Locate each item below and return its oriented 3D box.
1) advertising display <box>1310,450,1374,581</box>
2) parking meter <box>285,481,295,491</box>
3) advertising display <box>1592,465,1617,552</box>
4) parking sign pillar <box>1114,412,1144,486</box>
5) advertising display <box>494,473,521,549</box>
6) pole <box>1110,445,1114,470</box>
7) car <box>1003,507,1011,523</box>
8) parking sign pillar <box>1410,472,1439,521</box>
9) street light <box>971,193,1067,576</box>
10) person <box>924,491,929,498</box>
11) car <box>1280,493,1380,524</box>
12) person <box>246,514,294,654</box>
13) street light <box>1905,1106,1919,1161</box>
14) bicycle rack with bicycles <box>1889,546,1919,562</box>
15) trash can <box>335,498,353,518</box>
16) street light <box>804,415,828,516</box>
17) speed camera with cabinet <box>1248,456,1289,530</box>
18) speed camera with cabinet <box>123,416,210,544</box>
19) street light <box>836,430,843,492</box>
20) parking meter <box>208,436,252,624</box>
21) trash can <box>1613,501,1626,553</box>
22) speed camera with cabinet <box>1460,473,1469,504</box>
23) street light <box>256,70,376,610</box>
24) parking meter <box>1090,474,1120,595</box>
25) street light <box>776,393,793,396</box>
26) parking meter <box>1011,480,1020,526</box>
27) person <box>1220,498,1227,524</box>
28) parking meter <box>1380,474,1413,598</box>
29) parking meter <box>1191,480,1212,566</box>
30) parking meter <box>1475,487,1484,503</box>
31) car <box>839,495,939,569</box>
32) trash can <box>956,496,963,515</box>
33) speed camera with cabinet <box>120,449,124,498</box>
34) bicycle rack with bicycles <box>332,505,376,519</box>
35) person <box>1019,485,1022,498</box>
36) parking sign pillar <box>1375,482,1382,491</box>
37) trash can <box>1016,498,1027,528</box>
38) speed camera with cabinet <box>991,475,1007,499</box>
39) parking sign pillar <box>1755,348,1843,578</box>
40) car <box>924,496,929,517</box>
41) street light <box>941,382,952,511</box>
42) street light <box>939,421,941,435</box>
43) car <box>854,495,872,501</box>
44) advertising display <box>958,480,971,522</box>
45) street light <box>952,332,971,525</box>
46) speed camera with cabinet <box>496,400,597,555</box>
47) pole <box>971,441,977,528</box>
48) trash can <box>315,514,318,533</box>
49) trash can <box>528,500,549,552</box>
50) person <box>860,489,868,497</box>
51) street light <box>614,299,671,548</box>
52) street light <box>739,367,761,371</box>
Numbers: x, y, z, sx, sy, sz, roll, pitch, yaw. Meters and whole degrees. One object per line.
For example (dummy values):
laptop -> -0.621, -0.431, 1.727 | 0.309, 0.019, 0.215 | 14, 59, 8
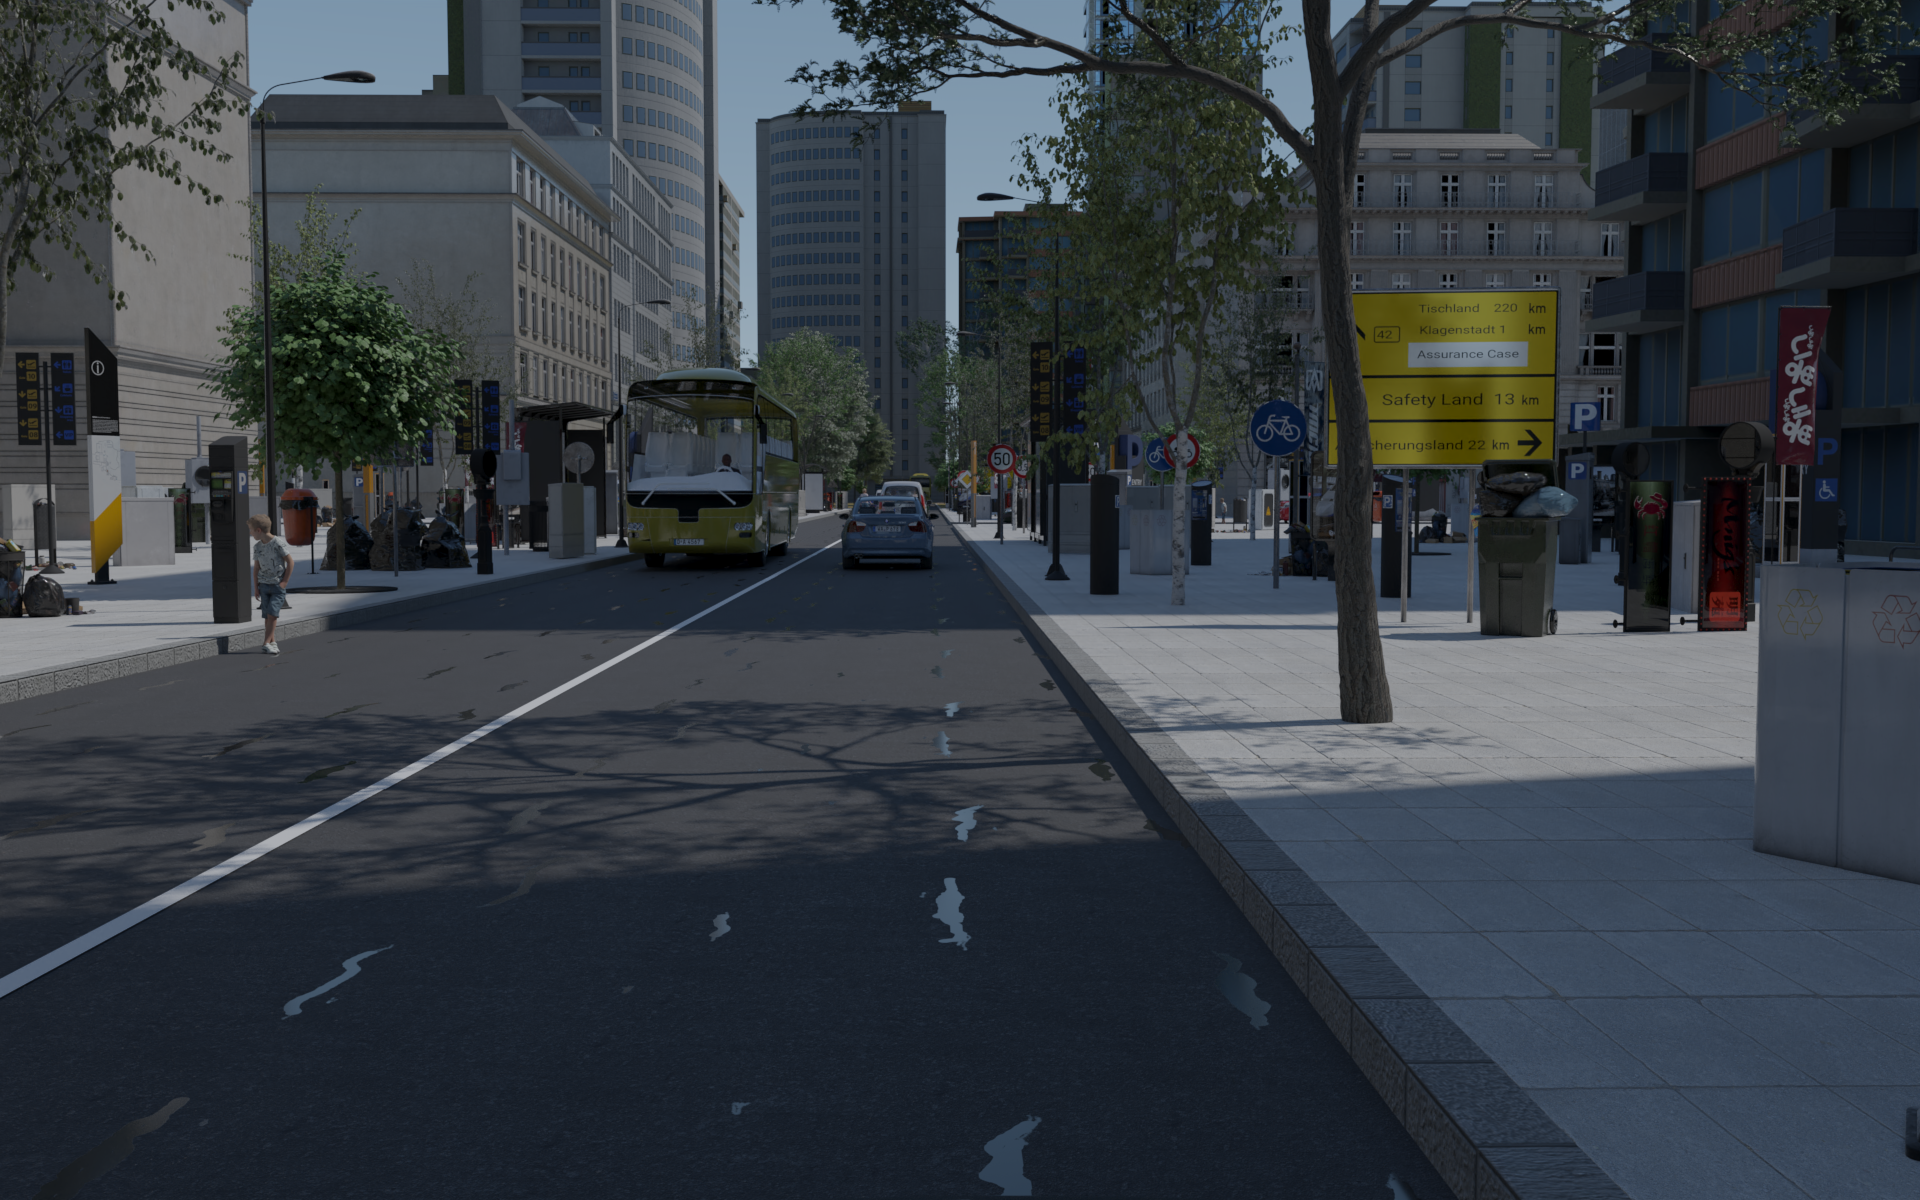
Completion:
advertising display -> 5.600, -1.237, 25.438 | 0.974, 1.923, 0.123 | 3, 5, 41
parking meter -> -30.638, -4.500, 79.279 | 0.399, 1.863, 0.255 | 0, 4, -8
advertising display -> 14.023, -2.029, 38.381 | 0.974, 1.923, 0.123 | 1, 4, 19
parking sign pillar -> 5.563, -4.190, 56.972 | 1.447, 3.967, 1.447 | 2, 4, 34
advertising display -> -10.623, -2.169, 40.675 | 0.123, 1.923, 0.974 | 1, 4, 18
pole -> 6.337, -4.780, 71.997 | 0.158, 3.312, 0.155 | 0, 3, 0
car -> 3.951, -4.146, 77.570 | 4.222, 1.686, 2.009 | 0, 3, 0
parking sign pillar -> 22.049, -5.719, 81.984 | 1.447, 3.967, 1.447 | -2, 4, -25
street light -> 0.958, -3.323, 26.865 | 1.470, 5.913, 1.316 | 0, 4, -1
person -> -3.769, -10.632, 183.117 | 1.217, 1.735, 0.721 | -2, 4, -29
car -> 16.117, -4.081, 75.757 | 4.494, 1.783, 2.155 | 0, 4, -1
person -> -6.209, -0.148, 15.607 | 0.352, 1.250, 0.332 | -3, 5, -45
street light -> 1.472, -1.876, 3.209 | 1.470, 5.913, 1.316 | 0, 4, -1
bicycle rack with bicycles -> 13.250, -0.529, 22.035 | 2.852, 0.926, 2.925 | -1, 4, -11
trash can -> -24.804, -3.552, 69.732 | 0.748, 1.137, 0.748 | 0, 3, 0
street light -> -8.634, -7.922, 102.071 | 1.470, 5.913, 1.316 | 0, 4, -1
speed camera with cabinet -> 11.073, -4.135, 61.938 | 0.660, 3.252, 2.038 | 3, 4, 39
speed camera with cabinet -> -19.688, -2.999, 43.377 | 2.038, 3.252, 0.660 | -3, 5, -41
street light -> -9.085, -9.286, 124.366 | 1.470, 5.913, 1.316 | 0, 4, -1
parking meter -> -7.262, -0.705, 17.234 | 0.255, 1.863, 0.399 | 0, 4, 1
trash can -> 14.178, -1.527, 36.622 | 0.748, 1.137, 0.748 | 0, 3, 0
speed camera with cabinet -> 33.518, -7.456, 116.240 | 0.660, 3.252, 2.038 | -2, 4, -28
street light -> -7.108, -2.850, 19.144 | 1.470, 5.913, 1.316 | 0, 4, -1
parking meter -> 1.849, -0.840, 22.140 | 0.372, 1.533, 0.369 | 0, 3, 0
street light -> -8.366, -6.564, 79.870 | 1.470, 5.913, 1.316 | 0, 4, -1
parking meter -> 2.231, -3.912, 69.670 | 0.255, 1.863, 0.399 | -1, 4, -13
person -> 11.717, -3.908, 77.078 | 0.352, 1.250, 0.332 | 2, 4, 33
parking meter -> 5.418, -0.800, 21.493 | 0.372, 1.533, 0.369 | 0, 3, 0
parking meter -> 4.339, -1.390, 31.132 | 0.372, 1.533, 0.369 | 0, 3, 0
parking meter -> 19.296, -3.424, 64.391 | 0.372, 1.533, 0.369 | 0, 3, 0
car -> -1.415, -1.366, 34.333 | 2.014, 1.417, 4.499 | 0, 4, -1
trash can -> 0.100, -5.904, 108.186 | 0.748, 1.137, 0.748 | 0, 3, 0
speed camera with cabinet -> -29.718, -4.080, 61.049 | 0.660, 3.252, 2.038 | 3, 5, 42
bicycle rack with bicycles -> -28.056, -4.149, 81.219 | 2.925, 0.926, 2.852 | -1, 4, -10
person -> 2.553, -4.089, 75.167 | 0.447, 1.846, 0.655 | -1, 4, -14
parking sign pillar -> 20.948, -5.986, 86.349 | 1.447, 3.967, 1.447 | 2, 4, 35
trash can -> 2.353, -3.282, 65.315 | 0.748, 1.137, 0.748 | 0, 3, 0
speed camera with cabinet -> 2.361, -5.610, 86.063 | 0.660, 3.252, 2.038 | 3, 5, 40
parking sign pillar -> 12.909, -2.326, 26.501 | 1.447, 3.967, 1.447 | 0, 4, -4
car -> -2.579, -5.274, 96.023 | 2.009, 1.686, 4.222 | 0, 3, 0
street light -> 0.047, -6.075, 71.870 | 1.470, 5.913, 1.316 | 0, 4, -1
street light -> -0.181, -7.037, 87.596 | 1.470, 5.913, 1.316 | 0, 4, -1
car -> -7.651, -7.896, 141.671 | 1.945, 1.354, 3.894 | 0, 4, -2
advertising display -> 0.303, -4.539, 79.419 | 0.974, 1.923, 0.123 | 3, 4, 38
street light -> 0.584, -4.718, 49.674 | 1.470, 5.913, 1.316 | 0, 4, -1
speed camera with cabinet -> -8.753, -2.588, 36.653 | 2.038, 3.252, 0.660 | -1, 4, -13
pole -> 0.523, -4.433, 66.321 | 0.158, 3.312, 0.155 | 0, 3, 0
trash can -> -20.378, -2.592, 54.040 | 0.748, 1.137, 0.748 | 0, 3, 0
trash can -> -9.317, -1.652, 38.668 | 0.748, 1.137, 0.748 | 0, 3, 0
person -> -5.318, -5.430, 97.957 | 0.731, 1.740, 0.598 | 0, 4, 5
street light -> -7.587, -4.213, 41.422 | 1.470, 5.913, 1.316 | 0, 4, -1
street light -> -8.008, -5.571, 63.621 | 1.470, 5.913, 1.316 | 0, 4, -1
